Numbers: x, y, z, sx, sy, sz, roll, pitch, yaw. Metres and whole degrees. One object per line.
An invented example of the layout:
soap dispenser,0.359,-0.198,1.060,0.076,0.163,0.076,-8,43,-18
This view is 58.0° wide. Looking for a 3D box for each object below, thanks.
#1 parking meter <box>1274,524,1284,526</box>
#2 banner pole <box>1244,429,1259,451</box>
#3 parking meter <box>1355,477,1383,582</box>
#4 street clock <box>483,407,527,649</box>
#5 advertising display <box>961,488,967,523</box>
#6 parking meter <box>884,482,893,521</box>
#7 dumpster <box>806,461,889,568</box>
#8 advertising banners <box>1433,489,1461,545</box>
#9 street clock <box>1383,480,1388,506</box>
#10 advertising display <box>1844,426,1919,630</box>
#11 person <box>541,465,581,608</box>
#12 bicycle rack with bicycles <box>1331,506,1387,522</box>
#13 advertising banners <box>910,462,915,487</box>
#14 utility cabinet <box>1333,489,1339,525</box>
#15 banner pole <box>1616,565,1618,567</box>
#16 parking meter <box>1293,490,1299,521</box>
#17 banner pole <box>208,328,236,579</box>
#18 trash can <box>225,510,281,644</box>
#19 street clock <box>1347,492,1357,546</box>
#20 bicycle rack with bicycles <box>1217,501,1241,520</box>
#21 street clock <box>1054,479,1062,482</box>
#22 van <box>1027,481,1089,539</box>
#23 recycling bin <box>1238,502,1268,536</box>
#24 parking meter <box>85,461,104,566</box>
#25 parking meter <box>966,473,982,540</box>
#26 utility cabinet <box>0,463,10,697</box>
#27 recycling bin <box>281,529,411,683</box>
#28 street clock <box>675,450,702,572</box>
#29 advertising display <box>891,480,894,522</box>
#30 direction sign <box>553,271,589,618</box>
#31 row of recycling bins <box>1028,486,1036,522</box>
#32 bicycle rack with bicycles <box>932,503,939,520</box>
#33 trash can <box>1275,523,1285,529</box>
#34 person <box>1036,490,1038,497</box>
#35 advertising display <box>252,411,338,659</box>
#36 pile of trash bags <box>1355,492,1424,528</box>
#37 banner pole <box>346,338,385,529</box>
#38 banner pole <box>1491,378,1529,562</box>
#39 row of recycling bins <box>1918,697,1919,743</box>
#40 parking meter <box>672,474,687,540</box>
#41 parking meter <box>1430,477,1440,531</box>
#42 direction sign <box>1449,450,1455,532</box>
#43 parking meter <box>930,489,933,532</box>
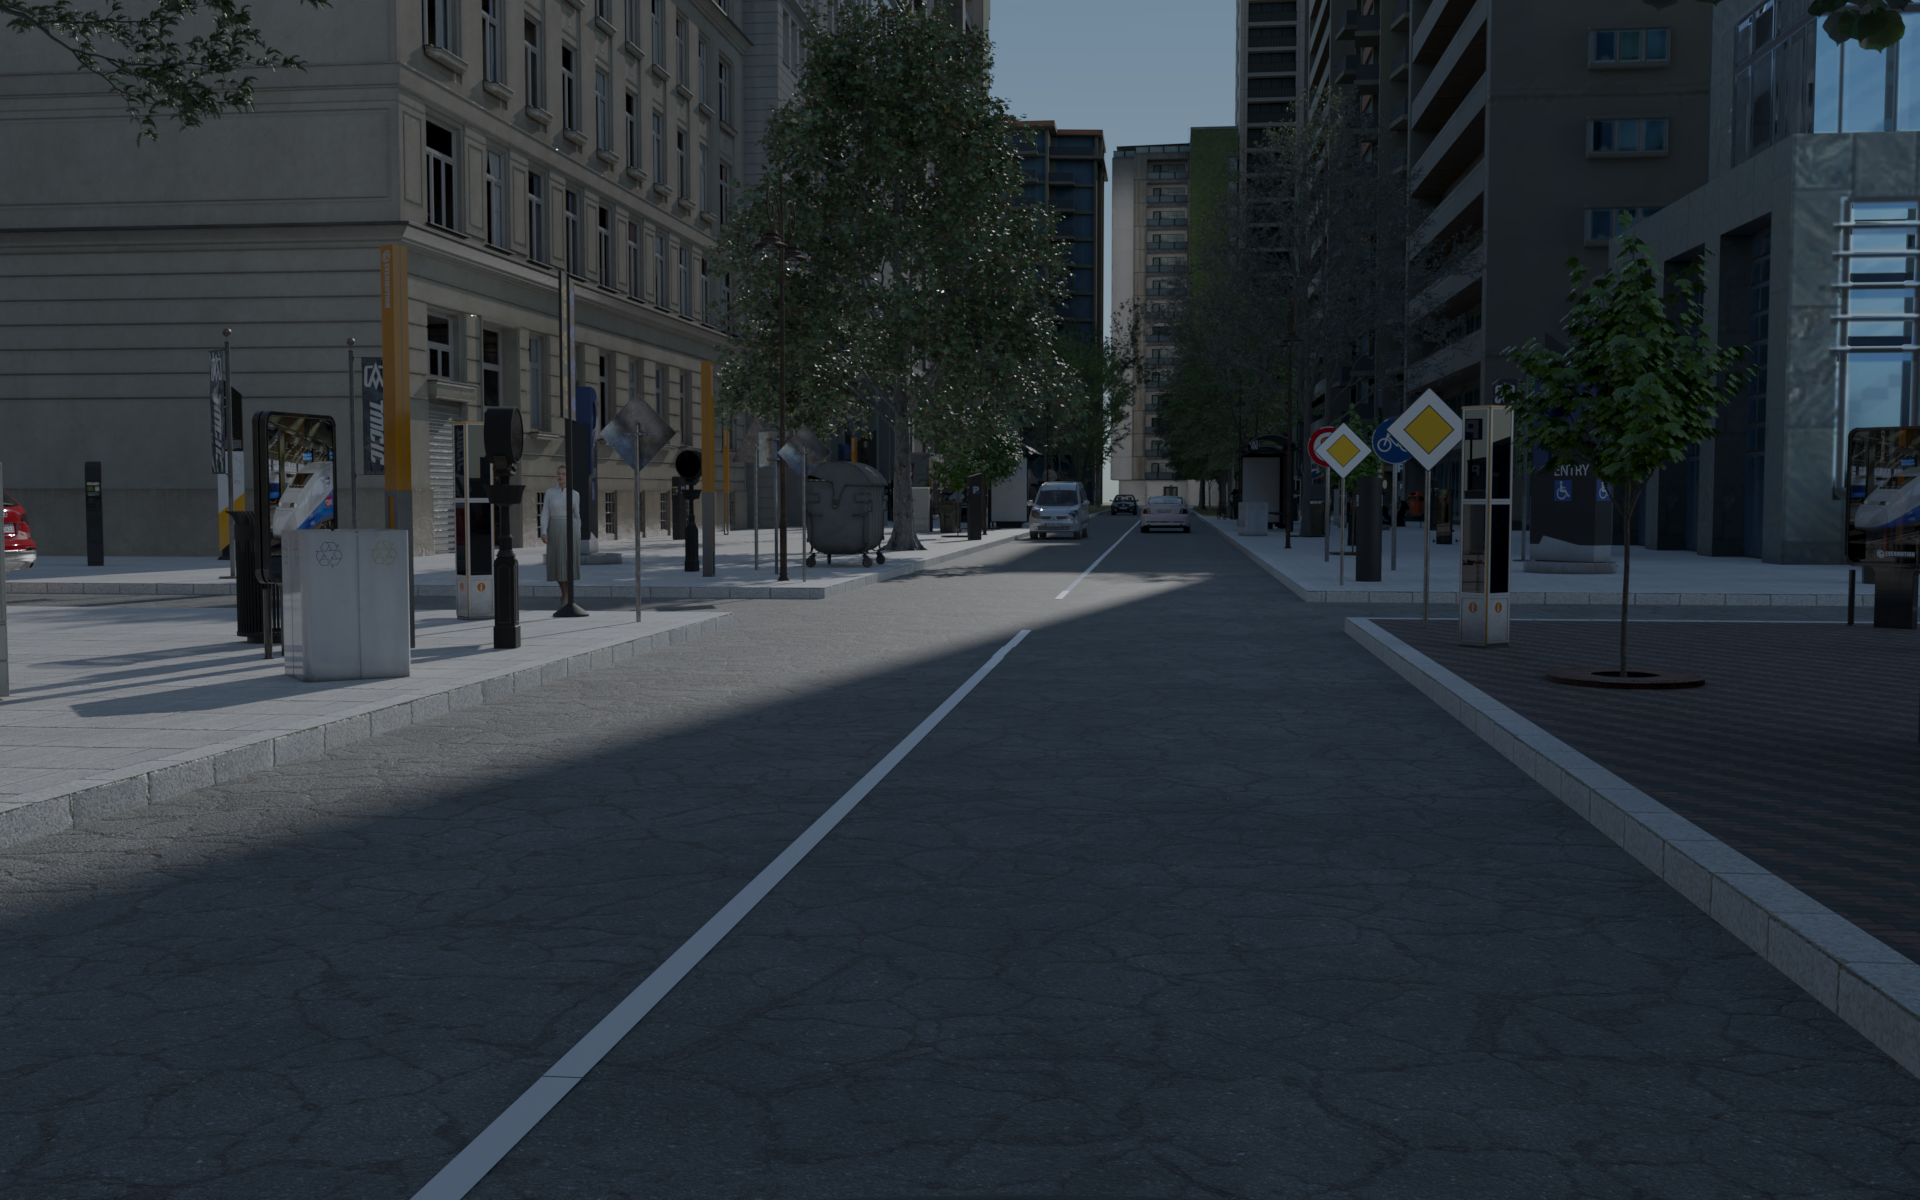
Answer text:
parking meter,12.530,-3.808,67.973,0.399,1.863,0.255,0,4,-1
banner pole,11.154,-4.687,66.652,0.863,3.779,0.401,3,5,43
parking meter,6.006,-1.040,25.423,0.372,1.533,0.369,0,3,0
street clock,-3.776,-0.600,14.388,0.358,2.002,0.471,0,4,-2
advertising display,0.200,-4.430,77.645,0.974,1.923,0.123,0,4,-5
parking meter,-3.397,-4.685,82.308,0.399,1.863,0.255,3,4,37
dumpster,-2.033,-1.531,30.797,1.264,1.857,1.865,0,4,7
advertising banners,12.801,-2.891,43.455,0.090,3.025,2.074,-3,5,-41
street clock,21.123,-5.010,86.486,0.471,2.002,0.358,-3,5,-44
advertising display,8.942,-0.690,16.502,0.123,1.923,0.974,-2,4,-35
person,-5.017,-0.804,21.876,0.478,1.798,0.641,0,4,-1
bicycle rack with bicycles,18.271,-3.977,78.411,2.925,0.926,2.852,1,4,18
advertising banners,-3.469,-6.096,95.851,2.074,3.025,0.090,1,4,20
utility cabinet,15.603,-3.829,71.291,0.318,1.500,1.173,1,4,21
banner pole,11.610,-2.469,30.378,0.863,3.779,0.401,3,5,40
parking meter,15.861,-4.503,82.035,0.372,1.533,0.369,0,3,0
banner pole,-11.236,-2.226,26.413,0.863,3.779,0.401,3,5,43
trash can,-5.964,-0.207,15.044,0.748,1.137,0.748,0,3,0
street clock,9.721,-2.340,42.827,0.471,2.002,0.358,-2,4,-26
bicycle rack with bicycles,14.100,-4.438,85.936,2.852,0.926,2.925,0,4,-1
street clock,4.826,-4.921,85.023,0.471,2.002,0.358,-2,4,-31
van,3.233,-3.002,56.096,2.013,2.044,4.112,1,4,9
recycling bin,9.008,-2.489,53.245,0.722,1.027,0.722,-1,4,-10
parking meter,-15.454,-1.542,30.919,0.255,1.863,0.399,-2,4,-24
parking meter,0.390,-2.607,48.337,0.399,1.863,0.255,-1,4,-18
utility cabinet,-6.477,-0.112,10.511,1.173,1.500,0.318,-3,4,-37
recycling bin,-4.337,0.020,12.228,0.722,1.027,0.722,-2,4,-32
street clock,-4.432,-1.469,28.589,0.471,2.002,0.358,1,4,18
advertising display,-2.913,-4.499,78.766,0.123,1.923,0.974,1,4,18
direction sign,-4.083,-1.595,18.071,0.379,3.537,0.876,0,4,-4
row of recycling bins,3.069,-4.556,81.607,1.069,1.692,3.534,0,4,5
bicycle rack with bicycles,-1.839,-4.410,85.490,2.925,0.926,2.852,-1,4,-17
trash can,12.039,-3.229,64.442,0.748,1.137,0.748,0,3,0
person,8.163,-10.576,181.517,0.705,1.812,1.348,-1,4,-10
advertising display,-5.290,-0.527,13.835,0.123,1.923,0.974,1,4,12
pile of trash bags,16.820,-3.539,67.610,1.912,1.369,3.447,-2,4,-29
banner pole,-9.530,-2.315,27.871,0.863,3.779,0.401,0,4,-4
banner pole,10.525,-2.628,32.990,0.863,3.779,0.401,2,4,25
row of recycling bins,5.399,-0.005,7.200,1.069,1.692,3.534,0,4,-6
parking meter,-7.878,-2.622,48.579,0.255,1.863,0.399,2,4,28
parking meter,16.621,-3.367,60.756,0.255,1.863,0.399,-1,4,-17
direction sign,16.708,-4.099,59.018,0.379,3.537,0.876,1,4,20
parking meter,-1.102,-3.074,58.670,0.372,1.533,0.369,0,3,0
